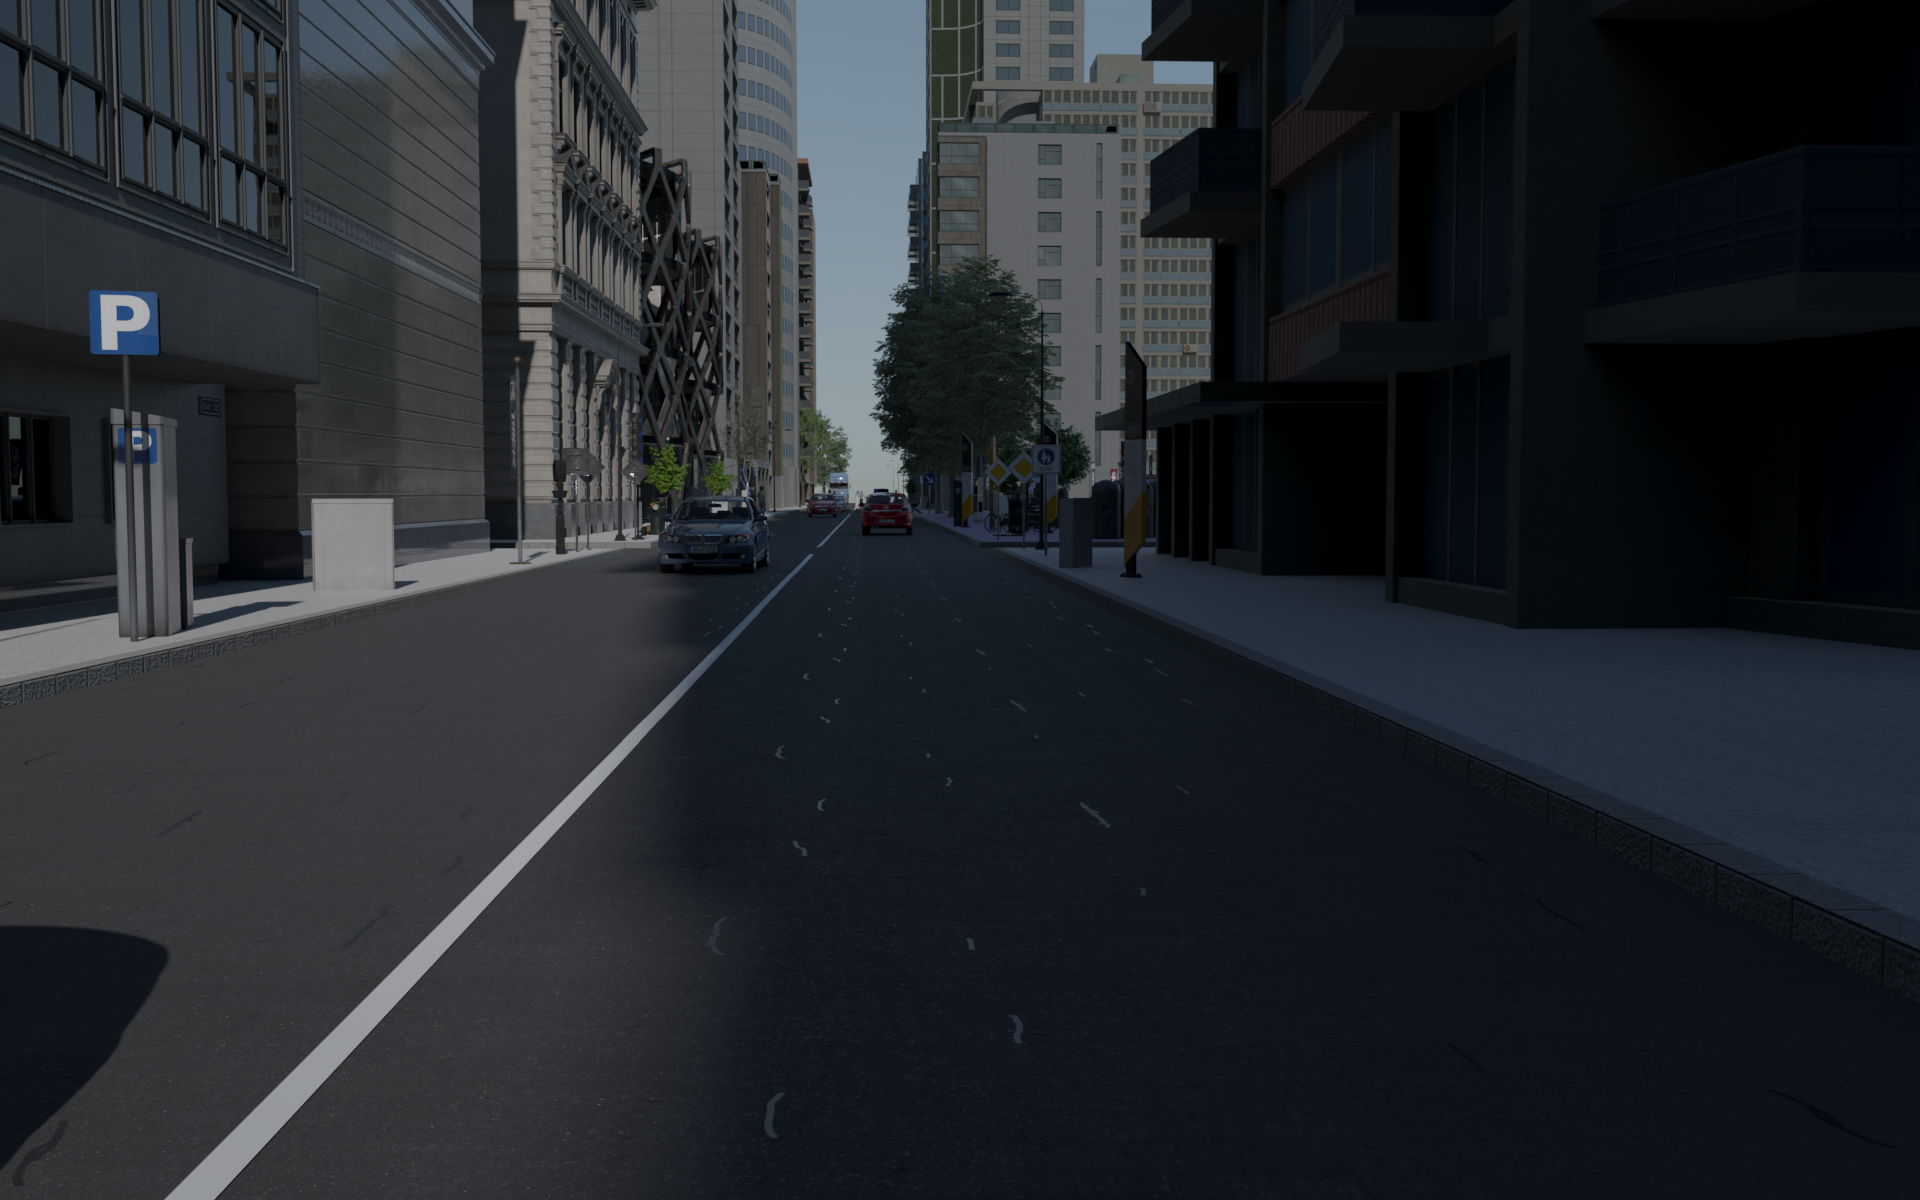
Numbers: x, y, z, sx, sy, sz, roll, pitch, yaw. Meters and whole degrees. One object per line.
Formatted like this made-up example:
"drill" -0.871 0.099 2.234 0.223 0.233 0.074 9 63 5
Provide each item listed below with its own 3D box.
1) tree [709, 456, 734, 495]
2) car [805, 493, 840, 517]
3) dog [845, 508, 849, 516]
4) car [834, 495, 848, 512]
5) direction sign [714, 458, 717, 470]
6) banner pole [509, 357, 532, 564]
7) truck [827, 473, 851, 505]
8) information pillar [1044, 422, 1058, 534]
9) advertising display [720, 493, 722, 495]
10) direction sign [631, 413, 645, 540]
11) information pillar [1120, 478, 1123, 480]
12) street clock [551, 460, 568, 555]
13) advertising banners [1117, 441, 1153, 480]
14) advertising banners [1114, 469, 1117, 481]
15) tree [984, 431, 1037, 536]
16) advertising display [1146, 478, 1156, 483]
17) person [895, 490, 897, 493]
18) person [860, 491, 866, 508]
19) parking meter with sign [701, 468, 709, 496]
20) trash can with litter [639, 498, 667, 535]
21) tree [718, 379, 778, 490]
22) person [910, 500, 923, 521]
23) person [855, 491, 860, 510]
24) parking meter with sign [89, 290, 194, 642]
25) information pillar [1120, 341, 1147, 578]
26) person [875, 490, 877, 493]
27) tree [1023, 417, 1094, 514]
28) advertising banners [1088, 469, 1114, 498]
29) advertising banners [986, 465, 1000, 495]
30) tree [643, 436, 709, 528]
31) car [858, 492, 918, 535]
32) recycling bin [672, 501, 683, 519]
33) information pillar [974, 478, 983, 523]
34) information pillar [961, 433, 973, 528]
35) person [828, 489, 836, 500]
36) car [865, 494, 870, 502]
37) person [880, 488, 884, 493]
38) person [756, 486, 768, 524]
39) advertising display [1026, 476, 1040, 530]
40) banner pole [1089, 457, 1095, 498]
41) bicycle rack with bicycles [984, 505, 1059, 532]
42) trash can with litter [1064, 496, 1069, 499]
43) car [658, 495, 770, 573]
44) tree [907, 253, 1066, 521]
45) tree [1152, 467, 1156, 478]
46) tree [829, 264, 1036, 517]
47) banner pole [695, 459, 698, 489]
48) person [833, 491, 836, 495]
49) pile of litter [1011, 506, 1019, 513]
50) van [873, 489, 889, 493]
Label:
"tree" -12.101 -5.676 87.408 1.663 3.219 1.824 0 3 0
"car" -8.548 -6.026 107.561 2.155 1.783 4.494 0 4 -5
"dog" -7.394 -5.754 113.365 0.540 0.507 0.406 2 4 29
"car" -10.092 -7.791 139.743 2.083 1.381 4.827 0 4 -2
"direction sign" -15.221 -7.108 108.215 0.379 3.537 0.876 -2 4 -27
"banner pole" -8.176 -2.561 31.886 0.401 3.779 0.863 -2 4 -27
"truck" -15.840 -14.480 226.511 2.967 4.110 18.799 0 4 -4
"information pillar" 2.928 -3.974 56.328 0.504 3.616 0.183 2 4 26
"advertising display" -17.024 -7.042 120.342 0.974 1.923 0.123 0 4 3
"direction sign" -9.041 -3.459 48.549 0.379 3.537 0.876 1 4 9
"information pillar" 7.545 -4.584 79.438 0.304 2.012 0.304 -2 4 -35
"street clock" -8.480 -1.966 36.718 0.358 2.002 0.471 -1 4 -21
"advertising banners" 5.769 -3.665 56.117 0.090 3.025 2.074 -2 4 -28
"advertising banners" 9.592 -6.079 95.585 2.074 3.025 0.090 -2 4 -25
"tree" 1.396 -3.568 52.933 1.663 3.219 1.824 0 3 0
"advertising display" 7.725 -3.863 68.366 0.974 1.923 0.123 1 4 11
"person" -4.594 -7.083 125.026 1.217 1.735 0.721 -1 4 -11
"person" -10.028 -10.157 175.348 1.217 1.735 0.721 2 4 33
"parking meter with sign" -16.686 -7.312 115.809 0.543 3.016 1.738 -2 4 -34
"trash can with litter" -9.682 -2.627 54.334 1.055 1.170 0.624 3 4 39
"tree" -13.788 -9.881 111.909 4.360 8.622 3.978 0 3 0
"person" -2.457 -4.503 87.626 1.012 1.151 0.738 2 4 33
"person" -9.415 -9.184 159.326 0.621 1.740 0.551 -3 5 -43
"parking meter with sign" -7.381 -1.193 15.764 0.543 3.016 1.738 -1 4 -14
"information pillar" 2.673 -2.148 26.471 0.183 3.616 0.504 -2 4 -29
"person" -6.363 -7.540 132.303 1.217 1.766 0.721 -1 4 -19
"tree" 4.135 -5.538 74.258 4.285 4.588 4.351 0 3 0
"advertising banners" 9.897 -7.570 119.957 2.074 3.025 0.090 1 4 16
"advertising banners" 1.972 -6.615 104.350 0.090 3.025 2.074 2 4 26
"tree" -9.726 -3.875 57.962 1.663 3.219 1.824 0 3 0
"car" -2.565 -3.220 61.694 2.155 1.783 4.494 0 4 -1
"recycling bin" -13.947 -4.506 86.223 0.722 1.027 0.722 -1 4 -17
"information pillar" 0.824 -4.462 77.444 0.304 2.012 0.304 -3 4 -37
"information pillar" 0.276 -4.575 66.152 0.504 3.616 0.183 3 5 42
"person" -10.223 -7.772 135.586 1.348 1.822 0.705 -3 4 -37
"car" -12.463 -14.367 246.700 2.131 1.459 4.920 0 4 -1
"person" -5.808 -7.460 130.104 1.348 1.869 0.705 1 4 10
"person" -9.357 -4.446 81.285 0.778 1.811 0.616 -1 4 -12
"advertising display" 2.832 -3.516 62.706 0.974 1.923 0.123 -2 4 -30
"banner pole" 8.881 -7.751 116.740 0.401 3.779 0.863 3 5 41
"bicycle rack with bicycles" 2.242 -2.733 58.069 2.925 0.926 2.852 -1 4 -13
"trash can with litter" 6.732 -5.688 104.380 1.055 1.170 0.624 -1 4 -16
"car" -4.636 -1.289 33.072 2.014 1.417 4.499 0 4 -1
"tree" 1.289 -10.039 82.270 7.486 12.596 7.792 0 3 0
"tree" 11.901 -6.606 102.616 1.663 3.219 1.824 0 3 0
"tree" -0.395 -11.521 95.017 9.857 13.997 8.962 0 3 0
"banner pole" -16.553 -7.216 108.004 0.401 3.779 0.863 -3 5 -39
"person" -10.831 -8.587 149.719 1.217 1.723 0.721 1 4 21
"pile of litter" 2.918 -5.165 98.406 1.176 0.858 1.719 0 4 4
"van" -8.727 -11.523 192.776 2.240 2.365 5.245 0 4 -1
